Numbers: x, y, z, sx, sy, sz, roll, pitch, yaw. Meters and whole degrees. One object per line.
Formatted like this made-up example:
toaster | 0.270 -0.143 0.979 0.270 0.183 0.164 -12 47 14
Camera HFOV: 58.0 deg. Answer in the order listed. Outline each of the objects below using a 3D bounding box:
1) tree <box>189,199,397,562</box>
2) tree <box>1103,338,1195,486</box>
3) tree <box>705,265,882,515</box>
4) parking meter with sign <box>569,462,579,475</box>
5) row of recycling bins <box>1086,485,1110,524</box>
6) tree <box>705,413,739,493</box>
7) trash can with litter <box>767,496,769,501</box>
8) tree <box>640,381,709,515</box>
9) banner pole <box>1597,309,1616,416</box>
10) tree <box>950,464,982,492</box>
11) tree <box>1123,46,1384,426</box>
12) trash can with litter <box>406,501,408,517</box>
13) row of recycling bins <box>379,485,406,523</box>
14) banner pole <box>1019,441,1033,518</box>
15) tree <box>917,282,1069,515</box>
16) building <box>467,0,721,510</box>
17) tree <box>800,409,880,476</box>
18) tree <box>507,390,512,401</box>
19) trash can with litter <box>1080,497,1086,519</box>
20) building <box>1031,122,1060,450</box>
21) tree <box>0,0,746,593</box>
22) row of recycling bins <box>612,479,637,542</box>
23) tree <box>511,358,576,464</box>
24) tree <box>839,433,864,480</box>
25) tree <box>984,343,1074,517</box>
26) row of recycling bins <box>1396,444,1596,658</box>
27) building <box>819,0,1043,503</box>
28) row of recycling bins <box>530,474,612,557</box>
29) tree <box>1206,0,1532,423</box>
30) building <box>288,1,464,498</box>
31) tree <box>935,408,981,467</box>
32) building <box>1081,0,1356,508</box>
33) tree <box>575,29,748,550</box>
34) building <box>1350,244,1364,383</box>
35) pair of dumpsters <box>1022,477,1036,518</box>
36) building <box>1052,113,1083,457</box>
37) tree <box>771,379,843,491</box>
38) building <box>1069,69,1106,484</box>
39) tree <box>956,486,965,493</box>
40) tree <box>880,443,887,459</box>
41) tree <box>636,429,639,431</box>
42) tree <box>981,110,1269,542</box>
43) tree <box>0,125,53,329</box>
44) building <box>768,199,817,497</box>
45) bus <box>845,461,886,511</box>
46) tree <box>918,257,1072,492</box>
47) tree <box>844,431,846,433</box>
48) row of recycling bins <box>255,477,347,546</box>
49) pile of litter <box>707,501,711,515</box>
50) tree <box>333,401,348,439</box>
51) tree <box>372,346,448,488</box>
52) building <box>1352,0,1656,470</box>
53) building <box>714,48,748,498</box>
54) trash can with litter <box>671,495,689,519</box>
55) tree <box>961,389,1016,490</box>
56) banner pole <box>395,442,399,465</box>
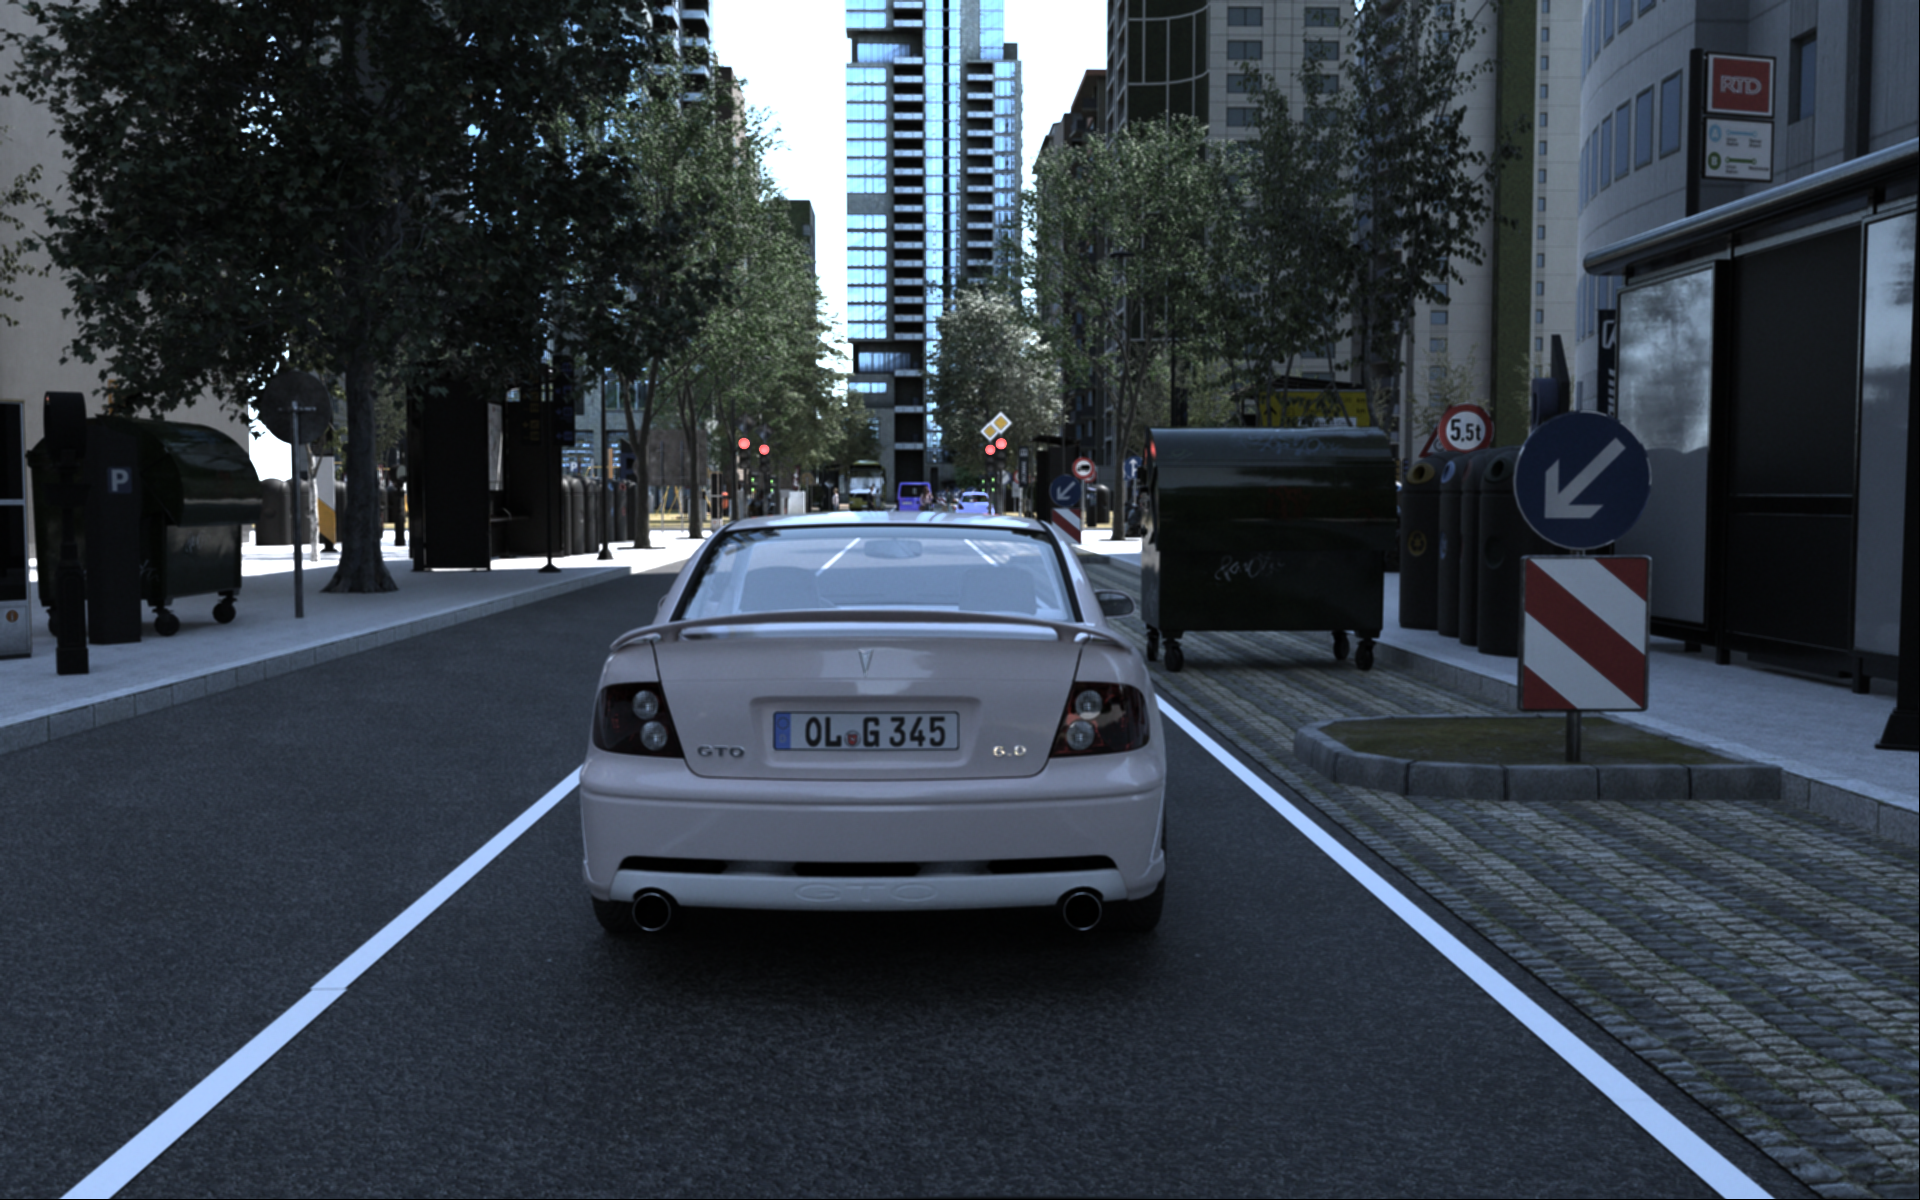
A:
tree | -12.246 -5.006 32.213 4.737 8.622 4.395 0 3 0
tree | 8.863 -7.973 80.726 4.360 8.622 3.978 0 3 0
tree | -8.633 -10.087 83.041 7.486 12.596 7.792 0 3 0
parking meter with sign | -21.118 -5.917 93.002 0.543 3.016 1.738 1 4 18
row of recycling bins | 6.056 -4.259 76.739 1.069 1.692 3.534 0 4 2
tree | -18.837 -11.440 137.403 4.737 8.622 4.395 0 3 0
trash can with litter | -15.154 -7.634 136.211 0.624 1.170 1.055 -2 4 -23
tree | -17.558 -9.650 108.136 4.360 8.622 3.978 0 3 0
banner pole | 7.999 -1.876 20.694 0.863 3.779 0.401 0 4 3
tree | 0.787 -10.520 155.721 4.285 4.588 4.351 0 3 0
tree | 5.112 -4.807 28.950 4.737 8.622 4.395 0 3 0
trash can with litter | -31.070 -5.237 97.004 1.055 1.170 0.624 1 4 16
row of recycling bins | -25.812 -4.182 75.494 1.069 1.692 3.534 3 5 41
banner pole | 3.087 -5.486 79.707 0.863 3.779 0.401 -1 4 -17
tree | 2.206 -12.046 103.604 9.857 13.997 8.962 0 3 0
building | -32.565 -51.499 154.676 22.319 86.520 31.000 0 4 -2
tree | -12.509 -14.544 172.208 7.601 10.594 8.767 0 4 4
tree | -26.738 -8.976 97.117 4.360 8.622 3.978 0 3 0
trash can with litter | 6.281 -4.696 87.831 2.233 1.210 1.678 -1 4 -16
building | 24.883 -40.443 250.486 27.495 52.752 28.713 0 4 -2
tree | -7.891 -6.460 22.634 9.611 12.733 9.660 0 3 0
row of recycling bins | -9.491 -2.399 46.333 1.069 1.692 3.534 0 4 7
tree | -21.656 -8.446 88.448 4.737 8.622 4.395 0 3 0
tree | -12.062 -15.166 198.318 4.360 8.622 3.978 0 3 0
tree | 3.178 -8.230 84.929 4.360 8.622 3.978 0 3 0
row of recycling bins | 4.691 -0.497 15.241 1.069 1.692 3.534 0 4 1
building | -4.271 -57.067 245.719 31.000 86.520 22.319 0 4 -2
row of recycling bins | -8.390 -1.827 36.984 1.069 1.692 3.534 0 4 0
tree | 5.151 -4.349 21.463 4.360 8.622 3.978 0 3 0
building | -61.669 -46.218 193.916 20.611 71.187 20.563 0 4 -2
tree | 1.170 -14.949 178.822 8.767 10.594 7.601 2 4 35
building | 21.988 -43.684 152.485 20.563 71.187 20.611 0 4 -2
tree | -7.455 -6.979 39.870 9.928 11.665 9.643 0 3 0
building | 38.041 -26.266 201.150 14.107 30.474 14.160 0 4 -2
pair of dumpsters | 4.256 -5.619 94.371 1.574 2.255 4.437 0 4 -2
building | 18.156 -33.612 199.674 14.600 45.320 14.200 0 4 -2
tree | -10.137 -9.831 111.094 4.737 8.622 4.395 0 3 0
building | 22.776 -32.012 178.016 22.147 44.769 28.867 0 4 -2
tree | 0.532 -11.993 190.691 1.663 3.219 1.824 0 3 0
tree | -12.832 -16.557 205.115 8.767 10.594 7.601 0 4 -1
tree | -22.252 -10.974 129.790 4.360 8.622 3.978 0 3 0
tree | 4.500 -7.413 46.961 9.928 11.665 9.643 0 3 0
tree | -15.202 -4.534 24.493 4.360 8.622 3.978 0 3 0
building | -27.284 -34.164 242.173 14.086 41.232 14.154 0 4 -2
bus | -6.973 -8.516 130.776 2.896 3.916 12.252 0 4 -1
tree | 2.816 -17.173 136.671 12.611 20.169 13.585 0 3 0
tree | -10.549 -11.010 130.372 4.737 8.622 4.395 0 3 0
row of recycling bins | -16.814 -2.284 44.459 1.069 1.692 3.534 1 4 11
pile of litter | -15.185 -5.563 104.916 1.719 0.858 1.176 0 4 8
tree | -30.212 -8.547 90.113 4.360 8.622 3.978 0 3 0
tree | -21.284 -7.267 69.172 4.360 8.622 3.978 0 3 0
building | 59.817 -40.062 197.006 28.212 58.520 21.231 0 4 -2
building | -29.550 -32.323 178.585 14.600 45.320 14.200 0 4 -2
trash can with litter | -14.123 -4.796 89.468 1.678 1.210 2.233 -2 4 -25
tree | 2.675 -10.057 114.801 4.737 8.622 4.395 0 3 0
banner pole | -27.005 -5.701 83.231 0.401 3.779 0.863 -1 4 -9
